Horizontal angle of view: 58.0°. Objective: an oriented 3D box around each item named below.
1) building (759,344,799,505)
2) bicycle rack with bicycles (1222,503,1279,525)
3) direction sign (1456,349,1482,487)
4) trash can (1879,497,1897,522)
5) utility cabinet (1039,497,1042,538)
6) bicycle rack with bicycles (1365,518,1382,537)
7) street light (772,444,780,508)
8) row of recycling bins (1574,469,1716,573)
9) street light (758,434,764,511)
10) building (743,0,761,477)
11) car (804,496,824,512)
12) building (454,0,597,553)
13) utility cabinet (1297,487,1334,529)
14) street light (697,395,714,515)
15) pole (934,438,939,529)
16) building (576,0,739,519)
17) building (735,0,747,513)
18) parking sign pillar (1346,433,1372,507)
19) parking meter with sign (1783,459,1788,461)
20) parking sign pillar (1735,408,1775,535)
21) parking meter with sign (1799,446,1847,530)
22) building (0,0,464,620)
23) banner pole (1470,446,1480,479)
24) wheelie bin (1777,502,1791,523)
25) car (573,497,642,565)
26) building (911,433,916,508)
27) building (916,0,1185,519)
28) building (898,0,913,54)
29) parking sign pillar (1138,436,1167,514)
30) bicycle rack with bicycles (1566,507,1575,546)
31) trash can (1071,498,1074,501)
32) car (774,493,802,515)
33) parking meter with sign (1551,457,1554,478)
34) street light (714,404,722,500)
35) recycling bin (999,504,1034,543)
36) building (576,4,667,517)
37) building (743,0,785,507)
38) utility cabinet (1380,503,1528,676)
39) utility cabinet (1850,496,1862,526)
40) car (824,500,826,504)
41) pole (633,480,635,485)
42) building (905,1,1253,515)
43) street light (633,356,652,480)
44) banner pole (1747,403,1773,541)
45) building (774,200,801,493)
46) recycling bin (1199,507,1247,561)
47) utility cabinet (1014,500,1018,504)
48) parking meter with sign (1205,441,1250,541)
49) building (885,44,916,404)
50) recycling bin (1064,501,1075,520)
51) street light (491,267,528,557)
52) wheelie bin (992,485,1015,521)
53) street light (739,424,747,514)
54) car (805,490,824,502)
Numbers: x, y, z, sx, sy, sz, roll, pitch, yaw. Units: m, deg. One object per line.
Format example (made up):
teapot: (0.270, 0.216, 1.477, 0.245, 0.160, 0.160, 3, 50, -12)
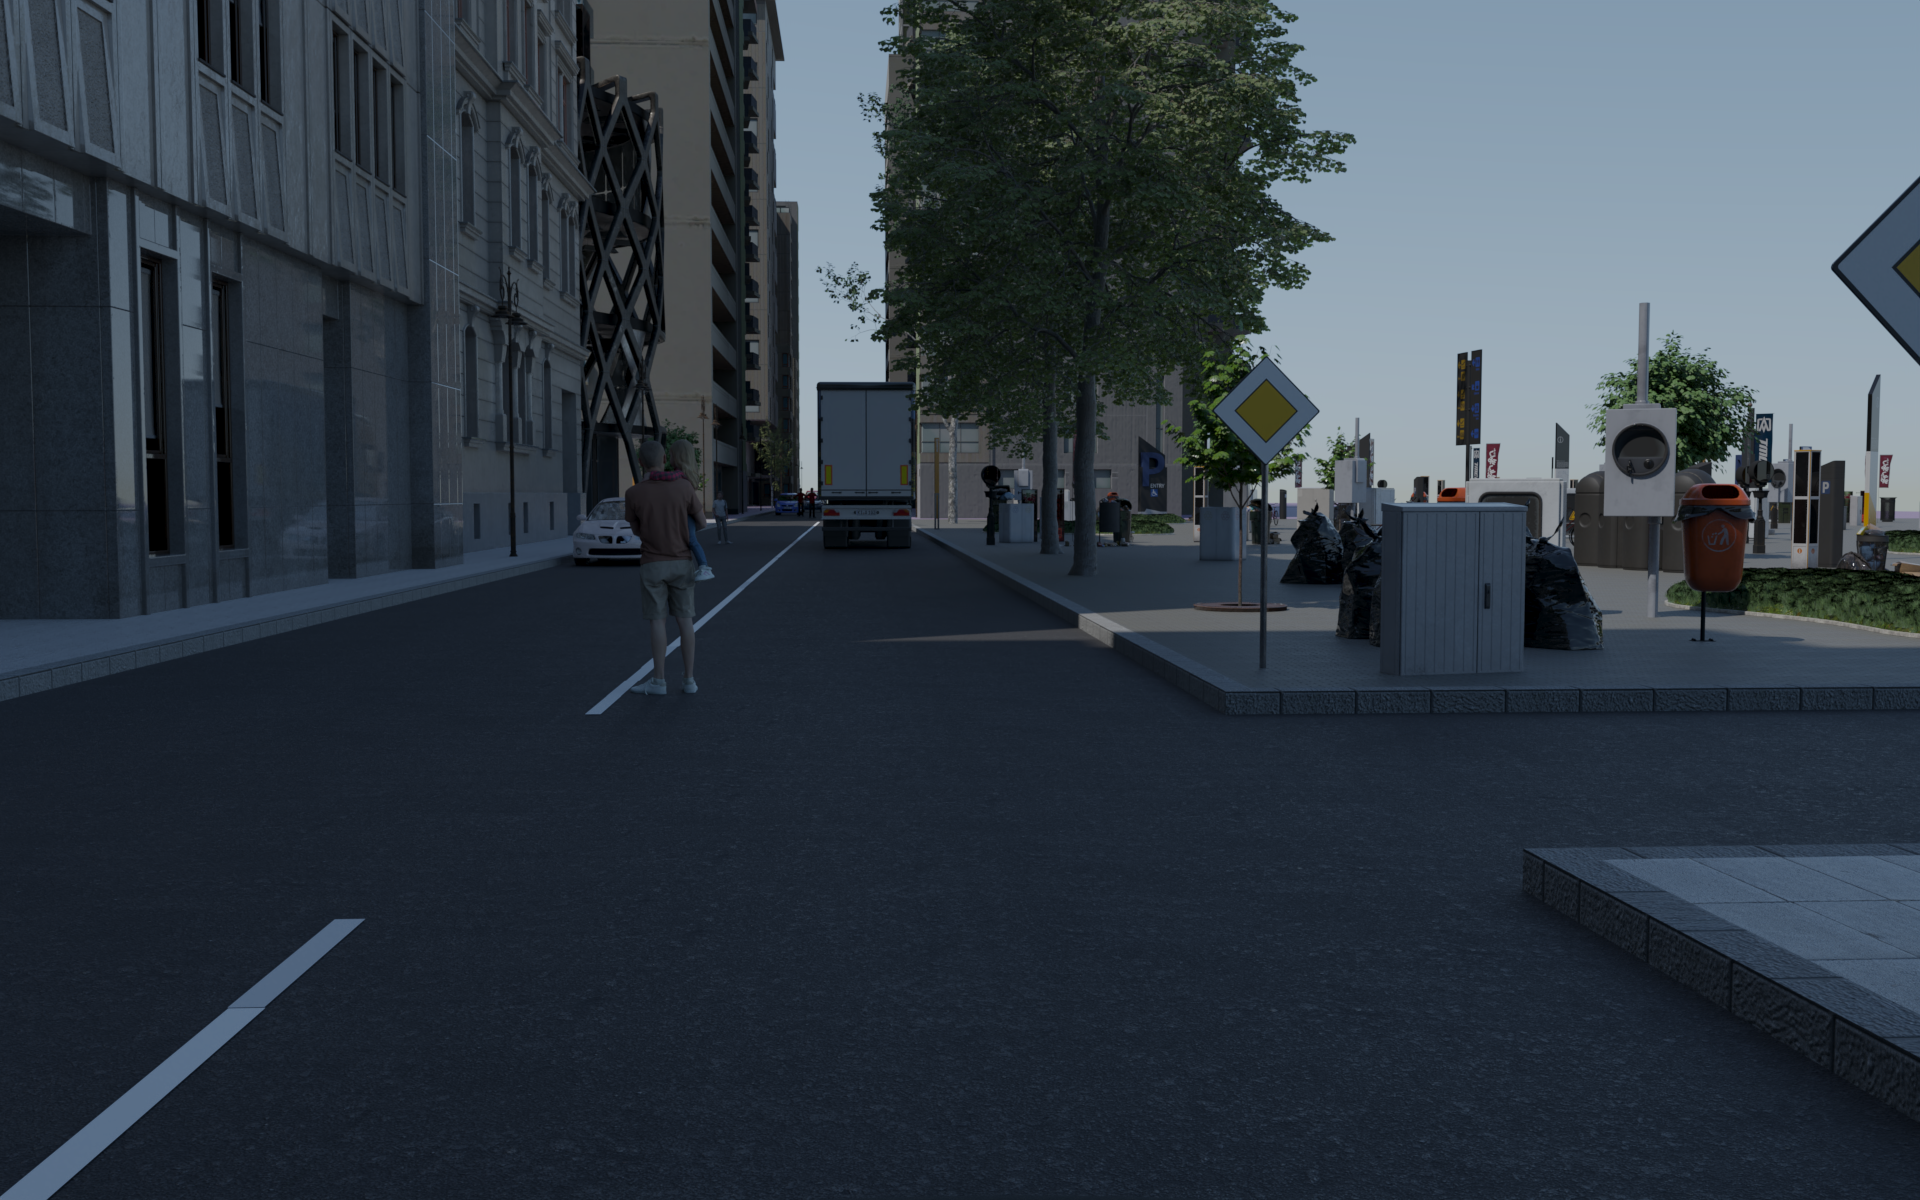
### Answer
building: (-34.263, -22.538, 213.532, 27.650, 21.520, 28.899, 0, 4, -4)
bicycle rack with bicycles: (11.808, -3.558, 71.562, 2.852, 0.926, 2.925, 0, 4, 1)
direction sign: (8.079, -2.175, 27.560, 0.379, 3.537, 0.876, 0, 4, -8)
trash can: (42.807, -4.175, 79.910, 0.748, 1.137, 0.748, 0, 3, 0)
utility cabinet: (2.650, -2.405, 50.486, 0.306, 1.237, 1.020, 2, 4, 27)
bicycle rack with bicycles: (10.371, -1.536, 38.499, 2.852, 0.926, 2.925, -3, 5, -42)
street light: (-16.824, -11.266, 156.978, 0.468, 5.910, 1.993, 0, 4, -4)
row of recycling bins: (11.660, -1.377, 29.632, 1.069, 1.692, 3.534, -1, 4, -10)
street light: (-15.465, -9.884, 134.389, 0.468, 5.910, 1.993, 0, 4, -4)
building: (-27.396, -29.528, 137.414, 22.147, 44.769, 28.867, 0, 4, -4)
car: (-11.701, -7.672, 137.437, 2.014, 1.417, 4.499, 0, 4, -6)
building: (-17.290, -15.591, 42.296, 14.401, 28.519, 23.554, 0, 4, -4)
utility cabinet: (11.385, -2.865, 55.522, 1.173, 1.500, 0.318, 3, 5, 42)
street light: (-11.947, -6.602, 80.723, 0.468, 5.910, 1.993, 0, 4, -4)
pole: (-0.842, -4.213, 62.728, 0.158, 3.312, 0.155, 0, 3, 0)
building: (-23.933, -28.941, 96.889, 21.300, 48.544, 21.600, 0, 4, -4)
building: (-21.784, -26.409, 115.378, 14.154, 41.232, 14.086, 0, 4, -4)
parking sign pillar: (17.536, -5.392, 76.632, 1.447, 3.967, 1.447, 2, 4, 33)
parking meter with sign: (41.516, -5.457, 85.478, 0.543, 3.016, 1.738, -2, 4, -26)
parking sign pillar: (25.041, -4.056, 54.782, 1.447, 3.967, 1.447, 1, 4, 15)
parking meter with sign: (31.140, -4.047, 62.426, 0.543, 3.016, 1.738, -2, 4, -24)
building: (-14.484, -12.400, 20.765, 12.078, 24.808, 19.932, 0, 4, -4)
banner pole: (24.505, -5.663, 82.613, 0.401, 3.779, 0.863, -2, 4, -24)
wheelie bin: (36.359, -4.179, 76.240, 0.980, 1.594, 0.693, 1, 4, 20)
car: (-6.917, -1.472, 36.421, 2.083, 1.381, 4.827, 0, 4, -3)
building: (5.439, -51.039, 147.154, 22.319, 86.520, 31.000, 0, 4, -4)
building: (4.487, -25.270, 96.752, 14.154, 41.232, 14.086, 0, 4, -4)
building: (-0.038, -48.788, 235.941, 20.563, 71.187, 20.611, 0, 4, -4)
parking sign pillar: (8.989, -5.648, 80.813, 1.447, 3.967, 1.447, -1, 4, -14)
bicycle rack with bicycles: (16.008, -2.033, 46.626, 2.852, 0.926, 2.925, 0, 4, 6)
trash can: (4.593, -3.330, 66.093, 0.748, 1.137, 0.748, 0, 3, 0)
car: (-11.661, -6.629, 117.970, 1.945, 1.707, 3.694, 0, 4, -2)
parking meter with sign: (27.005, -5.218, 81.574, 1.738, 3.016, 0.543, 1, 4, 17)
street light: (-12.460, -7.089, 88.688, 0.468, 5.910, 1.993, 0, 4, -4)
recycling bin: (1.487, -2.031, 45.758, 0.722, 1.027, 0.722, -1, 4, -22)
building: (-19.354, -11.939, 62.650, 16.820, 18.784, 16.811, 0, 4, -4)
building: (-33.237, -36.312, 182.934, 28.713, 52.752, 27.495, 0, 4, -4)
utility cabinet: (3.551, -0.079, 12.458, 1.020, 1.237, 0.306, -1, 4, -16)
utility cabinet: (36.734, -3.659, 70.992, 0.306, 1.237, 1.020, 3, 4, 36)
car: (-15.031, -10.466, 183.127, 2.014, 1.417, 4.499, 0, 4, -4)
pole: (-15.749, -5.508, 83.892, 0.158, 3.312, 0.155, 0, 3, 0)
building: (7.474, -28.379, 118.619, 22.147, 44.769, 28.867, 0, 4, -4)
street light: (-10.629, -5.220, 58.131, 0.468, 5.910, 1.993, 0, 4, -4)
banner pole: (21.811, -3.510, 47.401, 0.401, 3.779, 0.863, -3, 5, -43)
building: (-29.018, -33.712, 234.790, 14.154, 41.232, 14.086, 0, 4, -4)
recycling bin: (5.107, -1.288, 33.620, 0.722, 1.027, 0.722, 2, 4, 30)
utility cabinet: (2.970, -4.547, 83.018, 0.318, 1.500, 1.173, 2, 4, 28)
parking meter with sign: (7.554, -3.118, 47.238, 1.738, 3.016, 0.543, 1, 4, 15)
building: (2.878, -34.311, 184.684, 21.300, 48.544, 21.600, 0, 4, -4)
recycling bin: (3.752, -2.920, 60.299, 0.722, 1.027, 0.722, -1, 4, -13)
street light: (-9.162, -3.827, 35.356, 0.468, 5.910, 1.993, 0, 4, -4)
wheelie bin: (1.455, -3.220, 60.554, 0.980, 1.594, 0.693, 1, 4, 18)
street light: (-14.002, -8.481, 111.457, 0.468, 5.910, 1.993, 0, 4, -4)
car: (-14.636, -10.067, 173.272, 2.281, 1.827, 5.304, 0, 4, -5)
